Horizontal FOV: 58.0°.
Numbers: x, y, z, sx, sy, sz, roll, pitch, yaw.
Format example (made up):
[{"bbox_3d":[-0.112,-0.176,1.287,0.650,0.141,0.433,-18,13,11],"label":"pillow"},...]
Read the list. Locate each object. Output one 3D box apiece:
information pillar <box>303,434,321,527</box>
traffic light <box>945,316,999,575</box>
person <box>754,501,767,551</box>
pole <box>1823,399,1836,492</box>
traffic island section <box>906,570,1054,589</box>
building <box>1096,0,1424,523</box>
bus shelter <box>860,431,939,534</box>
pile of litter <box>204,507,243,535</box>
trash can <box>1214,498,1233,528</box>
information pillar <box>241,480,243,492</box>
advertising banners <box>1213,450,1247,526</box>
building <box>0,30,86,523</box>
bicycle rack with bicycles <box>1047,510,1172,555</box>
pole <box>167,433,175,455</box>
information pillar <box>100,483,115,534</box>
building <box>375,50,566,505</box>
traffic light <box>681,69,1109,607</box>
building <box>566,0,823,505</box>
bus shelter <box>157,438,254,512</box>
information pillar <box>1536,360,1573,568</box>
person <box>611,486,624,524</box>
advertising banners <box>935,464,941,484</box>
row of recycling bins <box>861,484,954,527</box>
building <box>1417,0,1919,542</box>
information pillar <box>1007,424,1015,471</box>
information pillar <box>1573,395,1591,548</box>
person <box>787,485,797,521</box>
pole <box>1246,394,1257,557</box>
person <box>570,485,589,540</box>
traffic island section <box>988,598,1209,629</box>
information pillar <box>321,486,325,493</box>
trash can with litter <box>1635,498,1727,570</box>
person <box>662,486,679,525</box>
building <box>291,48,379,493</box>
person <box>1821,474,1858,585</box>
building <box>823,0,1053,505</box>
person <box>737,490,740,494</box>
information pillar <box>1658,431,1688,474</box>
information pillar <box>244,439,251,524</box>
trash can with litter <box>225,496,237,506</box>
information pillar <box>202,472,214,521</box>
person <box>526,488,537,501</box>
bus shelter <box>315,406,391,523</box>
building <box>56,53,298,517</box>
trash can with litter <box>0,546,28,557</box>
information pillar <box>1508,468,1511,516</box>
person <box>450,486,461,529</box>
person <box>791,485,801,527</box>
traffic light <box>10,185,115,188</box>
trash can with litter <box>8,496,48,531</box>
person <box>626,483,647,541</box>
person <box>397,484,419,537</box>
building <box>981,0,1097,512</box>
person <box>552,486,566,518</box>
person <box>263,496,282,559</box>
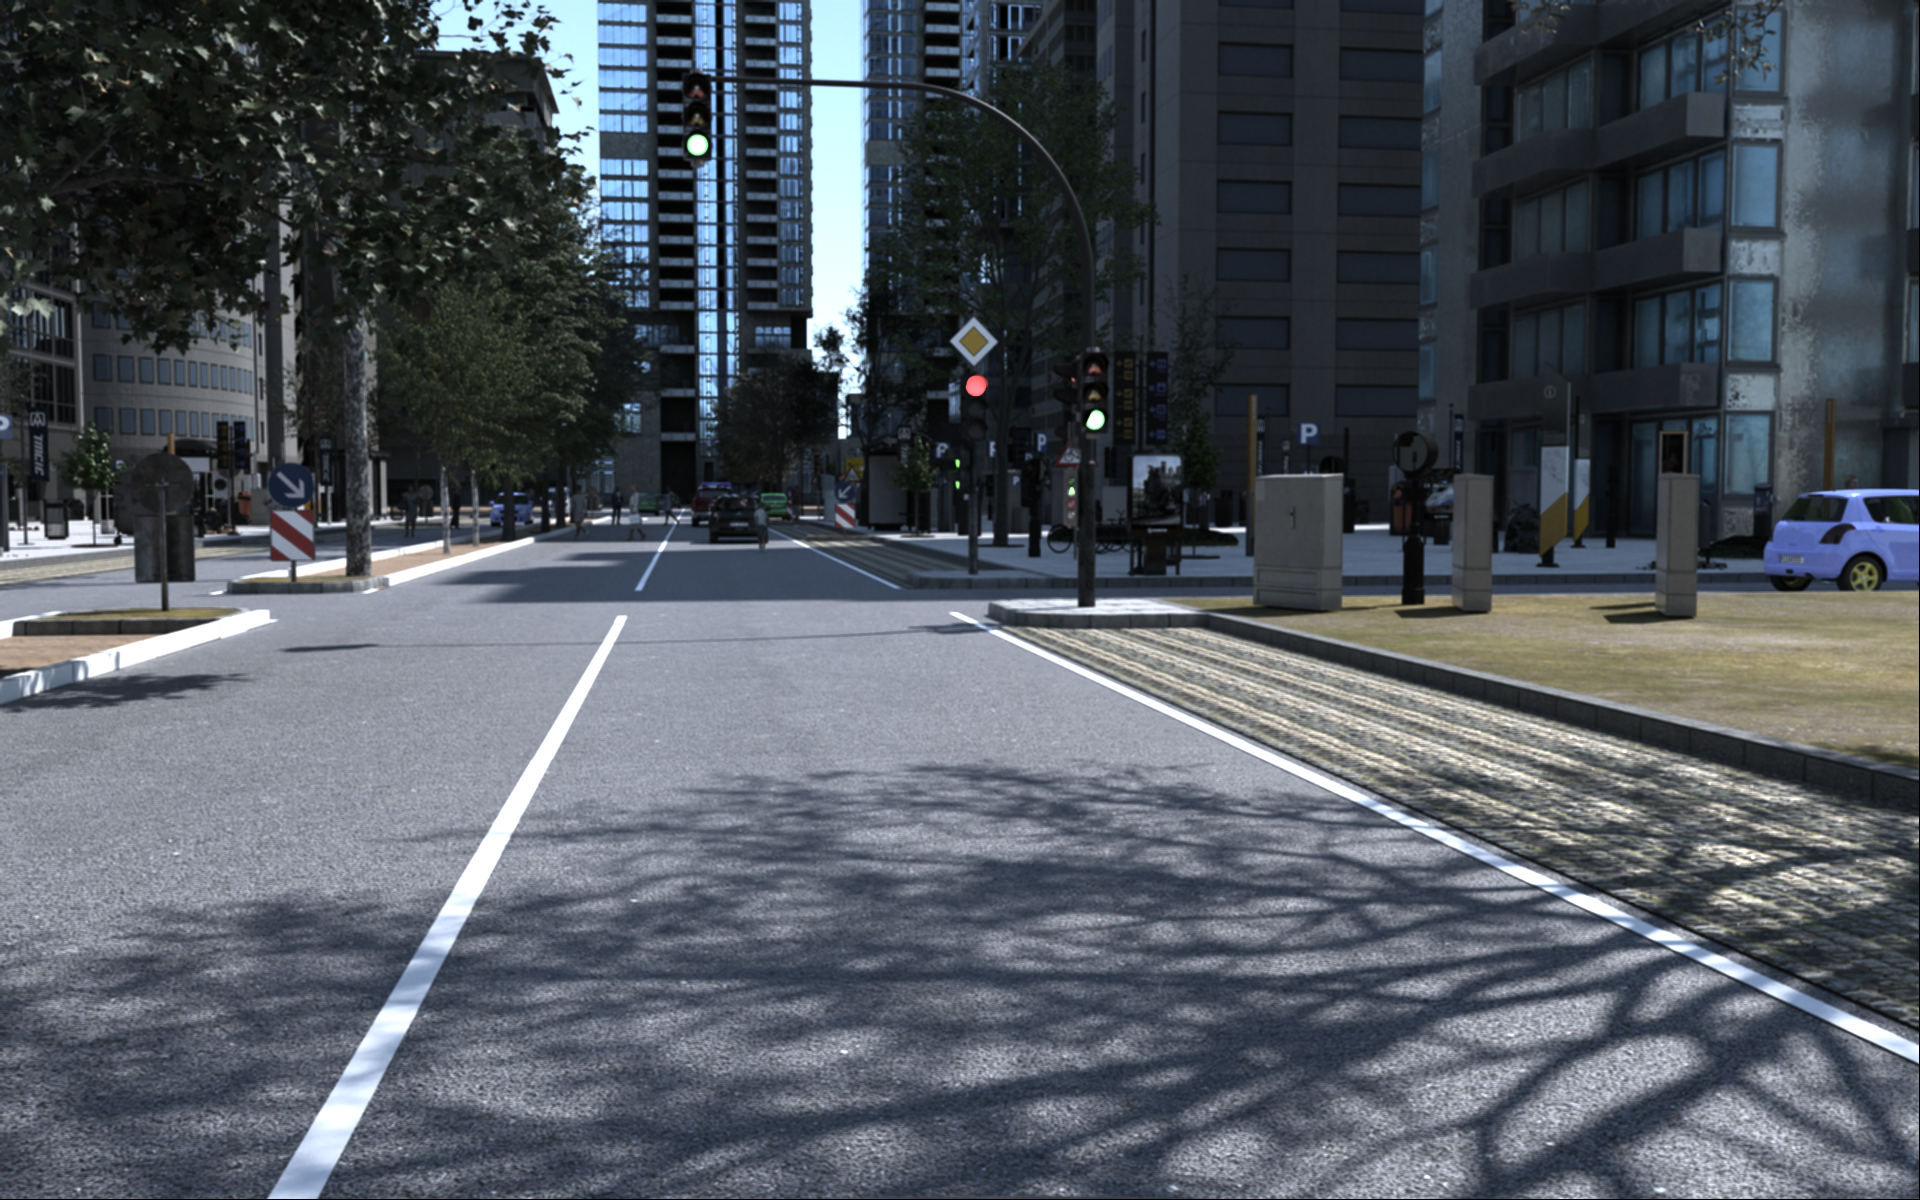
[{"bbox_3d":[-25.277,-4.648,67.352,0.504,3.616,0.183,1,4,13],"label":"information pillar"},{"bbox_3d":[0.192,-2.361,27.528,0.839,4.253,0.868,-1,4,-9],"label":"traffic light"},{"bbox_3d":[-5.000,-1.848,43.395,0.332,1.250,0.352,0,4,7],"label":"person"},{"bbox_3d":[18.677,-2.654,37.236,0.158,3.312,0.155,0,3,0],"label":"pole"},{"bbox_3d":[0.234,-0.328,27.648,2.009,0.180,2.903,-1,4,-9],"label":"traffic island section"},{"bbox_3d":[17.907,-33.584,91.091,21.231,58.520,28.212,-1,4,-9],"label":"building"},{"bbox_3d":[-2.079,-3.913,57.896,2.014,3.302,5.546,-1,4,-9],"label":"bus shelter"},{"bbox_3d":[-23.674,-2.534,55.395,1.176,0.858,1.719,2,4,33],"label":"pile of litter"},{"bbox_3d":[10.006,-3.315,65.859,0.748,1.137,0.748,0,3,0],"label":"trash can"},{"bbox_3d":[-37.515,-5.278,90.789,0.304,2.012,0.304,-2,4,-24],"label":"information pillar"},{"bbox_3d":[10.595,-4.430,68.617,2.074,3.025,0.090,-1,4,-9],"label":"advertising banners"},{"bbox_3d":[-46.424,-16.840,68.841,14.314,27.812,24.014,-1,4,-9],"label":"building"},{"bbox_3d":[3.344,-1.479,37.559,2.925,0.926,2.852,0,4,-6],"label":"bicycle rack with bicycles"},{"bbox_3d":[-26.389,-3.925,58.016,0.158,3.312,0.155,0,3,0],"label":"pole"},{"bbox_3d":[-27.264,-3.112,55.378,0.304,2.012,0.304,1,4,19],"label":"information pillar"},{"bbox_3d":[-60.274,-37.750,206.444,27.495,52.752,28.713,-1,4,-9],"label":"building"},{"bbox_3d":[-0.642,-2.722,19.178,4.771,5.953,1.251,-1,4,-9],"label":"traffic light"},{"bbox_3d":[-30.878,-54.680,206.684,31.000,86.520,22.319,-1,4,-9],"label":"building"},{"bbox_3d":[-28.473,-4.386,65.627,2.014,3.302,5.546,-1,4,-9],"label":"bus shelter"},{"bbox_3d":[10.378,-2.379,30.251,0.183,3.616,0.504,-3,5,-43],"label":"information pillar"},{"bbox_3d":[-16.255,-4.486,82.025,0.721,1.800,0.419,-2,4,-35],"label":"person"},{"bbox_3d":[-0.754,-6.386,100.605,0.090,3.025,2.074,3,5,44],"label":"advertising banners"},{"bbox_3d":[-2.170,-3.768,68.714,3.534,1.692,1.069,-1,4,-8],"label":"row of recycling bins"},{"bbox_3d":[31.113,-26.653,55.381,30.456,49.044,23.786,-1,4,-9],"label":"building"},{"bbox_3d":[1.676,-4.094,58.283,0.183,3.616,0.504,-3,5,-42],"label":"information pillar"},{"bbox_3d":[14.803,-3.050,41.228,0.504,3.616,0.183,-2,4,-35],"label":"information pillar"},{"bbox_3d":[-7.857,-4.492,81.722,0.659,1.850,0.755,-3,4,-37],"label":"person"},{"bbox_3d":[5.980,-2.549,35.511,0.158,3.312,0.155,0,3,0],"label":"pole"},{"bbox_3d":[-11.920,-2.761,54.385,0.760,1.731,0.466,2,4,26],"label":"person"},{"bbox_3d":[1.453,0.154,19.756,2.009,0.180,2.903,-1,4,-9],"label":"traffic island section"},{"bbox_3d":[-34.585,-6.257,93.654,0.183,3.616,0.504,2,4,28],"label":"information pillar"},{"bbox_3d":[12.421,-1.155,29.946,2.233,1.210,1.678,-2,4,-28],"label":"trash can with litter"},{"bbox_3d":[-13.335,-4.345,79.631,0.778,1.811,0.616,-1,4,-20],"label":"person"},{"bbox_3d":[-62.124,-31.927,145.705,21.600,48.544,21.300,-1,4,-9],"label":"building"},{"bbox_3d":[13.896,-1.113,27.365,0.598,1.740,0.731,2,4,23],"label":"person"},{"bbox_3d":[-0.169,-54.940,210.942,31.000,86.520,22.319,-1,4,-9],"label":"building"},{"bbox_3d":[-21.931,-10.008,172.231,0.705,1.812,1.348,3,5,42],"label":"person"},{"bbox_3d":[8.349,-0.968,20.321,0.304,2.012,0.304,2,4,25],"label":"information pillar"},{"bbox_3d":[-30.210,-5.021,73.443,0.504,3.616,0.183,3,5,42],"label":"information pillar"},{"bbox_3d":[-40.189,-5.110,94.940,0.624,1.170,1.055,3,4,36],"label":"trash can with litter"},{"bbox_3d":[-24.708,-3.202,56.851,0.304,2.012,0.304,2,4,26],"label":"information pillar"},{"bbox_3d":[-30.017,-6.856,120.584,0.705,1.826,1.348,2,4,33],"label":"person"},{"bbox_3d":[-28.775,-6.382,81.973,2.179,5.291,8.768,-1,4,-9],"label":"bus shelter"},{"bbox_3d":[-56.088,-34.629,108.191,21.231,58.520,28.212,-1,4,-9],"label":"building"},{"bbox_3d":[-20.447,-1.496,35.524,2.233,1.210,1.678,1,4,22],"label":"trash can with litter"},{"bbox_3d":[15.549,-2.696,48.568,0.304,2.012,0.304,1,4,10],"label":"information pillar"},{"bbox_3d":[-20.535,-3.759,70.383,0.534,1.772,0.576,-2,4,-27],"label":"person"},{"bbox_3d":[-7.058,-4.037,74.485,0.573,1.828,0.580,-3,5,-41],"label":"person"},{"bbox_3d":[-13.872,-3.102,25.383,4.771,5.953,1.251,-1,4,-9],"label":"traffic light"},{"bbox_3d":[-33.091,-3.051,60.934,2.233,1.210,1.678,1,4,16],"label":"trash can with litter"},{"bbox_3d":[-9.933,-2.705,53.076,0.624,1.780,0.694,-1,4,-8],"label":"person"},{"bbox_3d":[-18.452,-3.000,57.910,0.716,1.782,0.532,-1,4,-12],"label":"person"},{"bbox_3d":[18.375,-26.511,125.328,32.217,40.220,23.993,-1,4,-9],"label":"building"},{"bbox_3d":[-18.358,-4.318,79.206,0.635,1.810,0.391,-3,4,-38],"label":"person"},{"bbox_3d":[-15.105,-1.800,38.103,0.511,1.800,0.466,3,5,41],"label":"person"}]
